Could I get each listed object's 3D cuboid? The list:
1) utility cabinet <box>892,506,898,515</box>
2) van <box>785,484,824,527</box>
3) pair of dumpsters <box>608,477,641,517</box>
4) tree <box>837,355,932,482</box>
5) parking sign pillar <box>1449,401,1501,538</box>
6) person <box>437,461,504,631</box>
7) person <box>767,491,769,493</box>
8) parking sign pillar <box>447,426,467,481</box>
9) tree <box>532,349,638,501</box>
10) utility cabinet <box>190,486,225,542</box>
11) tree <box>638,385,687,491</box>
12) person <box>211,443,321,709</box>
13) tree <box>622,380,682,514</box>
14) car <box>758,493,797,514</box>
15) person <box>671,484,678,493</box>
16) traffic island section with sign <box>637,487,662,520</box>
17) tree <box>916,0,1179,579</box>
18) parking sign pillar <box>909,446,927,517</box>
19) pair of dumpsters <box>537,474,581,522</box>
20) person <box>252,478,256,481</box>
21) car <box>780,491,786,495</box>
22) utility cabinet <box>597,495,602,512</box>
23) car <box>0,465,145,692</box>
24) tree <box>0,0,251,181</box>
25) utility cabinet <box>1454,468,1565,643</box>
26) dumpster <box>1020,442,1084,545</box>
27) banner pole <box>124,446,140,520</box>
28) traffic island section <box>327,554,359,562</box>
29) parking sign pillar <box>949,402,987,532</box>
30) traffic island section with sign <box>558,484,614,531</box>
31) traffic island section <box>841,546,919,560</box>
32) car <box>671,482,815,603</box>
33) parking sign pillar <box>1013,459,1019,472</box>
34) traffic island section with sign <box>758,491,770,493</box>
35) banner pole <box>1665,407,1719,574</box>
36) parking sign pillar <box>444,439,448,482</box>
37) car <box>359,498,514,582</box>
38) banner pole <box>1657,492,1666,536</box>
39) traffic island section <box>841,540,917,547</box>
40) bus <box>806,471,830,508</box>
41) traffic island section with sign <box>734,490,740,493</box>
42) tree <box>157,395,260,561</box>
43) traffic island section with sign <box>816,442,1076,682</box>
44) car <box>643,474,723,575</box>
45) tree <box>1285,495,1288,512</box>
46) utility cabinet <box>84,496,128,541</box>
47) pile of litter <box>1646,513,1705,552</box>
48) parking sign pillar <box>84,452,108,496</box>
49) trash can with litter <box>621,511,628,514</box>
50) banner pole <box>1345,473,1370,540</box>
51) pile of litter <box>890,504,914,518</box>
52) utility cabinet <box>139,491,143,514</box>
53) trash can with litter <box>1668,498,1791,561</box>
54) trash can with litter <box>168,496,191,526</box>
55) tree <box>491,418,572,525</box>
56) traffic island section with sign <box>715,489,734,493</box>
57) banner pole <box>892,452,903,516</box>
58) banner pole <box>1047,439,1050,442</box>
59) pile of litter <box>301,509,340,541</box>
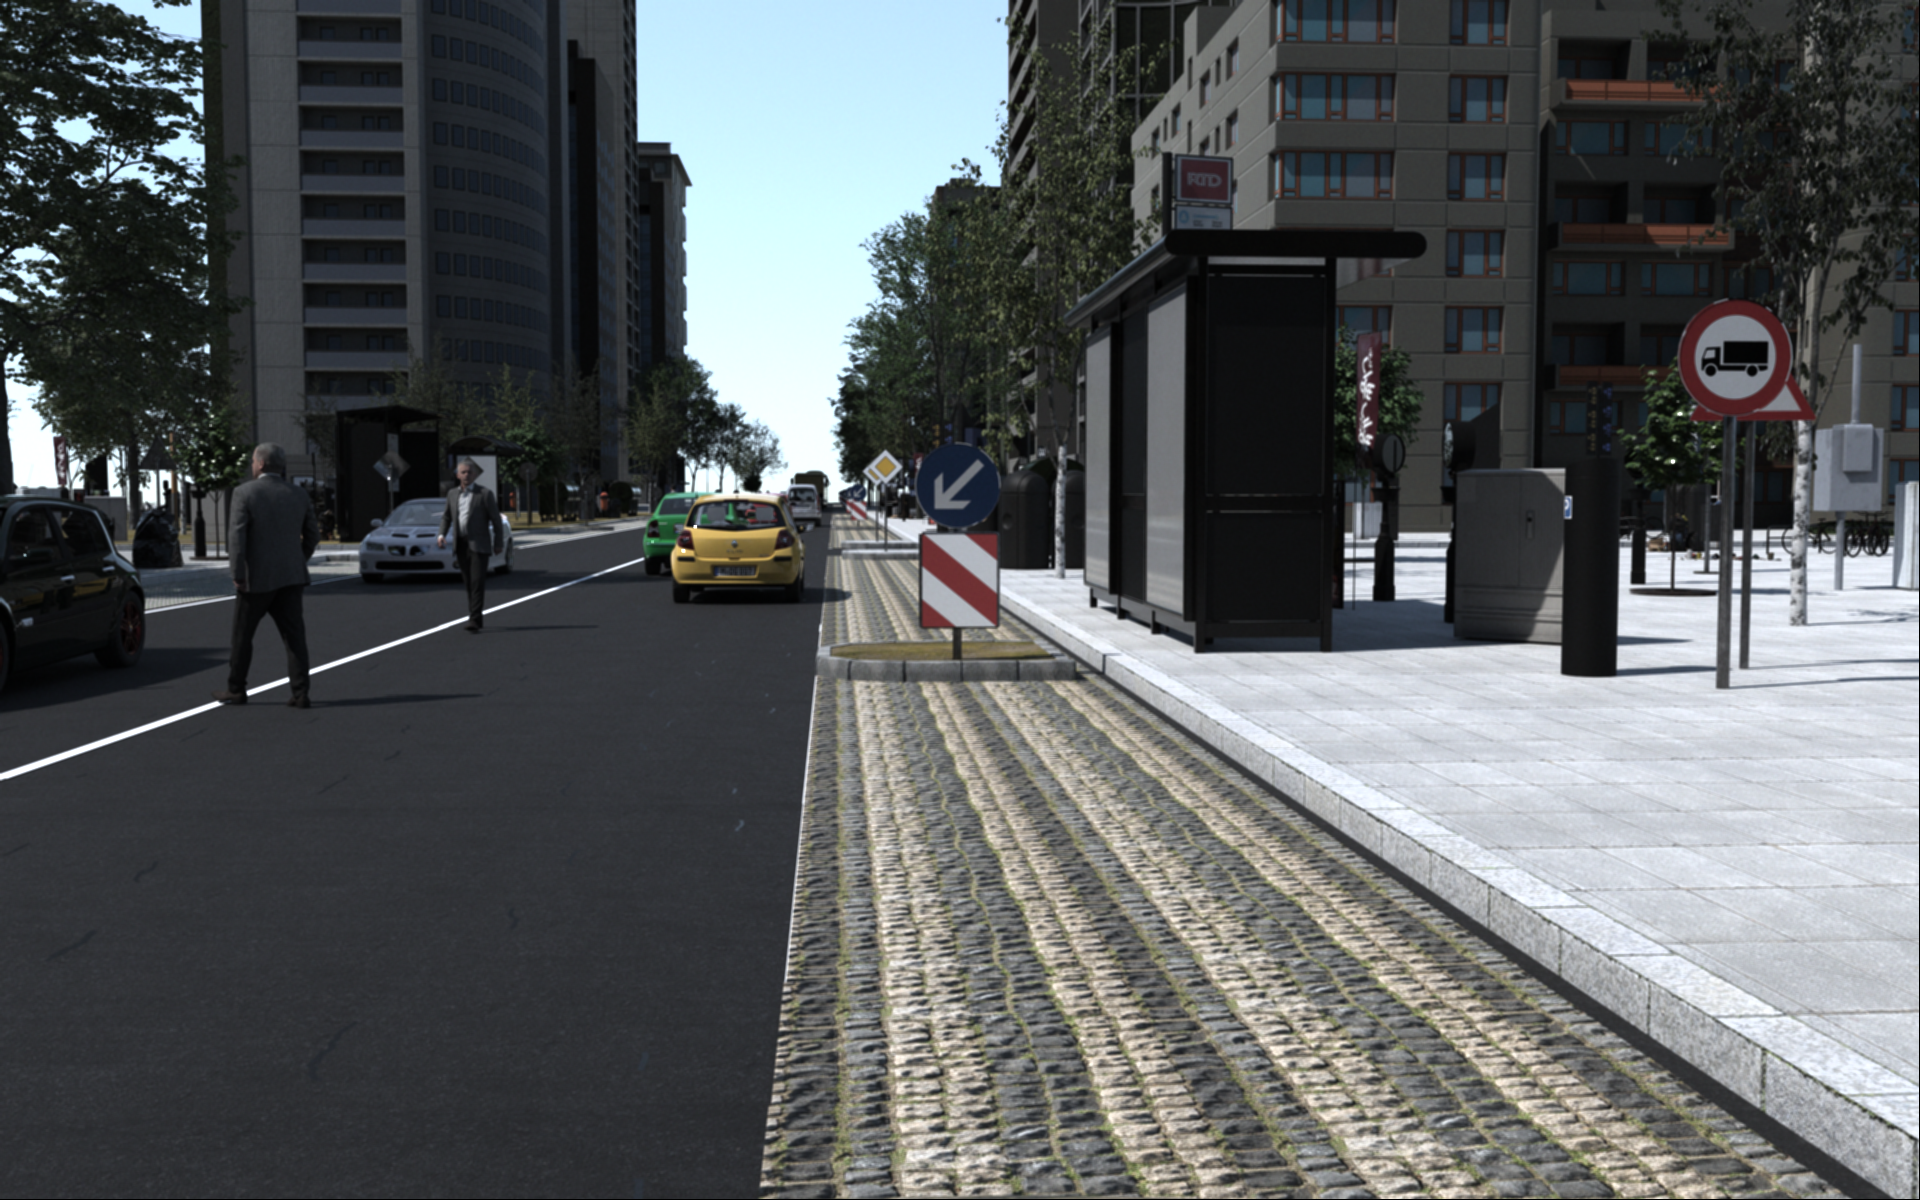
[{"bbox_3d":[-3.567,-5.726,104.786,1.020,1.237,0.306,0,4,3],"label":"utility cabinet"},{"bbox_3d":[-7.033,-4.286,77.096,2.013,2.044,4.112,0,4,-5],"label":"van"},{"bbox_3d":[-19.403,-5.963,99.994,1.574,2.255,4.437,0,4,-4],"label":"pair of dumpsters"},{"bbox_3d":[-4.637,-11.031,114.768,7.601,10.594,8.767,0,4,5],"label":"tree"},{"bbox_3d":[15.014,-3.788,50.408,1.447,3.967,1.447,1,4,15],"label":"parking sign pillar"},{"bbox_3d":[-5.138,-0.563,18.110,0.661,1.777,0.834,0,4,1],"label":"person"},{"bbox_3d":[-16.970,-8.758,152.370,1.217,1.739,0.721,2,4,32],"label":"person"},{"bbox_3d":[-19.751,-4.970,69.729,1.447,3.967,1.447,-1,4,-16],"label":"parking sign pillar"},{"bbox_3d":[-19.058,-8.366,87.151,4.360,8.622,3.978,0,3,0],"label":"tree"},{"bbox_3d":[-19.562,-2.254,45.530,1.173,1.500,0.318,0,4,2],"label":"utility cabinet"},{"bbox_3d":[-20.708,-10.248,117.920,4.360,8.622,3.978,0,3,0],"label":"tree"},{"bbox_3d":[-4.717,-0.173,11.734,0.834,1.777,0.661,2,4,32],"label":"person"},{"bbox_3d":[-20.142,-9.912,112.420,4.737,8.622,4.395,0,3,0],"label":"tree"},{"bbox_3d":[-7.542,-3.637,68.499,2.155,1.783,4.494,0,4,-6],"label":"car"},{"bbox_3d":[-10.293,-3.277,62.357,0.678,1.792,0.850,-2,4,-35],"label":"person"},{"bbox_3d":[-16.574,-5.267,94.738,1.989,1.847,2.006,0,4,-4],"label":"traffic island section with sign"},{"bbox_3d":[1.464,-4.642,26.252,4.737,8.622,4.395,0,3,0],"label":"tree"},{"bbox_3d":[-2.603,-6.649,97.180,1.447,3.967,1.447,0,4,0],"label":"parking sign pillar"},{"bbox_3d":[-18.653,-4.769,80.471,1.574,2.255,4.437,0,4,-4],"label":"pair of dumpsters"},{"bbox_3d":[-12.338,-1.301,30.525,0.760,1.731,0.466,2,4,28],"label":"person"},{"bbox_3d":[-23.497,-13.741,233.343,2.281,1.827,5.304,0,4,-2],"label":"car"},{"bbox_3d":[-19.723,-5.110,94.708,0.306,1.237,1.020,-1,4,-12],"label":"utility cabinet"},{"bbox_3d":[-7.582,-0.192,12.922,2.009,1.686,4.222,0,4,-5],"label":"car"},{"bbox_3d":[-14.702,-6.559,25.368,7.486,12.596,7.792,0,3,0],"label":"tree"},{"bbox_3d":[4.886,-0.384,14.963,1.173,1.500,0.318,3,5,42],"label":"utility cabinet"},{"bbox_3d":[1.786,-1.869,33.045,1.502,2.255,1.985,0,4,-4],"label":"dumpster"},{"bbox_3d":[-41.595,-5.925,86.896,0.863,3.779,0.401,-1,4,-12],"label":"banner pole"},{"bbox_3d":[-12.448,-0.958,37.950,2.009,0.180,2.903,0,4,-4],"label":"traffic island section"},{"bbox_3d":[0.389,-3.846,51.357,1.447,3.967,1.447,2,4,24],"label":"parking sign pillar"},{"bbox_3d":[-14.633,-3.622,67.853,1.989,1.847,2.006,0,4,-4],"label":"traffic island section with sign"},{"bbox_3d":[-1.635,-1.006,38.726,2.009,0.180,2.903,0,4,-4],"label":"traffic island section"},{"bbox_3d":[-3.051,-0.861,24.294,2.015,1.641,3.980,0,4,-4],"label":"car"},{"bbox_3d":[4.124,-8.042,119.966,1.447,3.967,1.447,-1,4,-22],"label":"parking sign pillar"},{"bbox_3d":[-26.170,-13.363,227.105,1.989,1.847,2.006,0,4,-4],"label":"traffic island section with sign"},{"bbox_3d":[11.972,-2.326,28.055,0.401,3.779,0.863,-1,4,-19],"label":"banner pole"},{"bbox_3d":[-24.914,-5.934,85.490,1.447,3.967,1.447,1,4,16],"label":"parking sign pillar"},{"bbox_3d":[-8.930,-1.068,29.828,2.083,1.381,4.827,0,4,-4],"label":"car"},{"bbox_3d":[21.664,-3.870,53.298,0.401,3.779,0.863,0,4,8],"label":"banner pole"},{"bbox_3d":[-2.212,-1.493,46.690,2.009,0.180,2.903,0,4,-4],"label":"traffic island section"},{"bbox_3d":[-15.323,-11.647,181.982,2.896,3.916,12.252,0,4,-2],"label":"bus"},{"bbox_3d":[-22.220,-10.029,172.598,1.989,1.847,2.006,0,4,-4],"label":"traffic island section with sign"},{"bbox_3d":[-14.395,-2.394,33.742,1.663,3.219,1.824,0,3,0],"label":"tree"},{"bbox_3d":[-0.175,-0.332,14.062,1.989,1.847,2.006,0,4,-4],"label":"traffic island section with sign"},{"bbox_3d":[-4.767,-1.425,32.092,1.959,1.807,4.718,0,4,-3],"label":"car"},{"bbox_3d":[16.813,-5.764,88.846,1.663,3.219,1.824,0,3,0],"label":"tree"},{"bbox_3d":[-23.214,-2.196,47.073,1.020,1.237,0.306,-1,4,-20],"label":"utility cabinet"},{"bbox_3d":[15.906,-1.514,38.726,1.719,0.858,1.176,1,4,12],"label":"pile of litter"},{"bbox_3d":[-53.397,-7.251,107.025,1.447,3.967,1.447,3,5,42],"label":"parking sign pillar"},{"bbox_3d":[-21.707,-6.080,110.794,1.055,1.170,0.624,0,4,-8],"label":"trash can with litter"},{"bbox_3d":[11.155,-3.589,48.691,0.863,3.779,0.401,-2,4,-24],"label":"banner pole"},{"bbox_3d":[-3.070,-4.799,92.429,1.176,0.858,1.719,-1,4,-22],"label":"pile of litter"},{"bbox_3d":[-51.966,-6.180,109.722,0.318,1.500,1.173,-1,4,-23],"label":"utility cabinet"},{"bbox_3d":[15.154,-1.397,33.891,2.233,1.210,1.678,2,4,31],"label":"trash can with litter"},{"bbox_3d":[-31.004,-3.567,69.372,2.233,1.210,1.678,-1,4,-18],"label":"trash can with litter"},{"bbox_3d":[-18.234,-5.470,73.151,4.285,4.588,4.351,0,3,0],"label":"tree"},{"bbox_3d":[-20.272,-8.384,145.713,1.989,1.847,2.006,0,4,-4],"label":"traffic island section with sign"},{"bbox_3d":[-3.659,-6.932,103.358,0.863,3.779,0.401,0,4,-6],"label":"banner pole"},{"bbox_3d":[3.869,-5.456,79.216,0.863,3.779,0.401,3,4,39],"label":"banner pole"},{"bbox_3d":[-17.729,-2.070,47.815,1.176,0.858,1.719,-1,4,-19],"label":"pile of litter"}]
